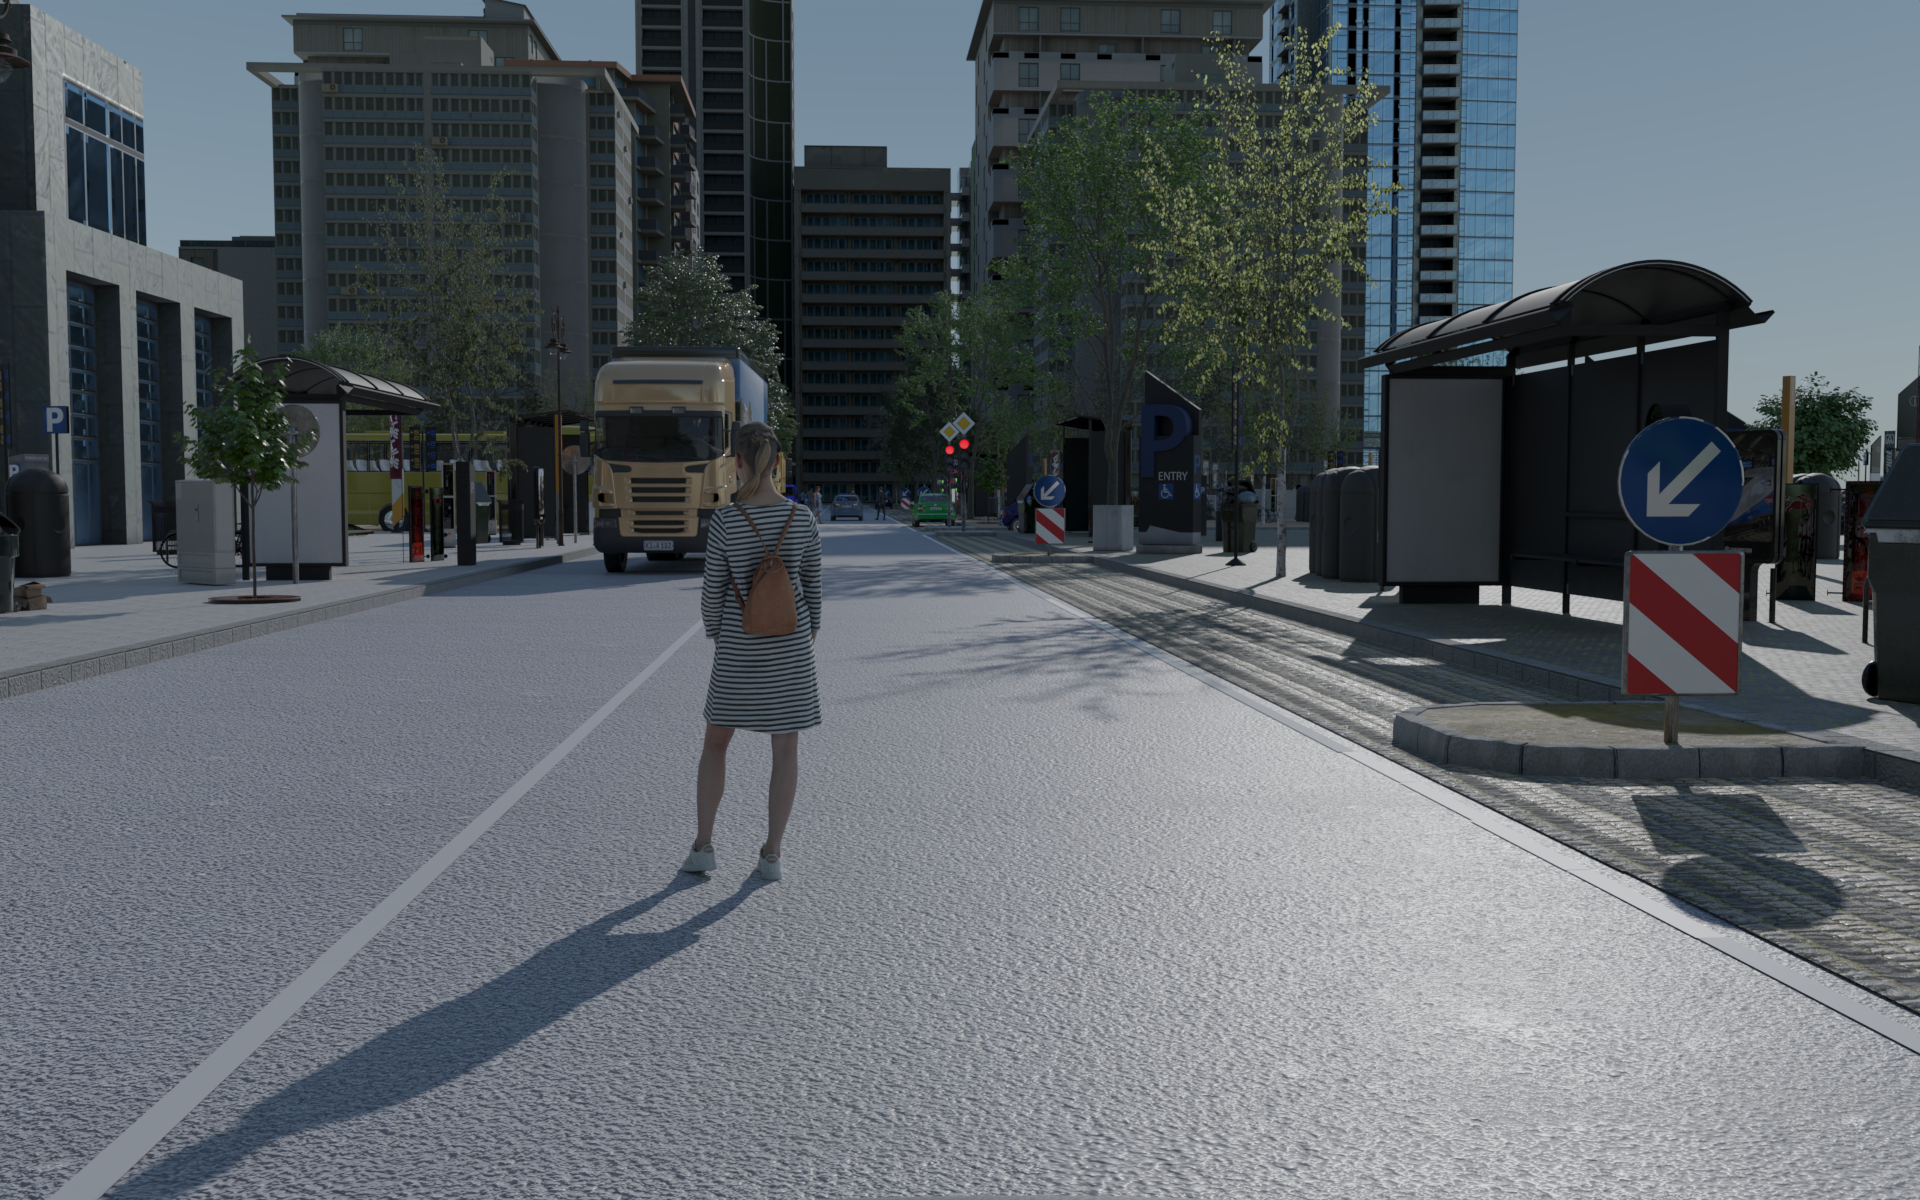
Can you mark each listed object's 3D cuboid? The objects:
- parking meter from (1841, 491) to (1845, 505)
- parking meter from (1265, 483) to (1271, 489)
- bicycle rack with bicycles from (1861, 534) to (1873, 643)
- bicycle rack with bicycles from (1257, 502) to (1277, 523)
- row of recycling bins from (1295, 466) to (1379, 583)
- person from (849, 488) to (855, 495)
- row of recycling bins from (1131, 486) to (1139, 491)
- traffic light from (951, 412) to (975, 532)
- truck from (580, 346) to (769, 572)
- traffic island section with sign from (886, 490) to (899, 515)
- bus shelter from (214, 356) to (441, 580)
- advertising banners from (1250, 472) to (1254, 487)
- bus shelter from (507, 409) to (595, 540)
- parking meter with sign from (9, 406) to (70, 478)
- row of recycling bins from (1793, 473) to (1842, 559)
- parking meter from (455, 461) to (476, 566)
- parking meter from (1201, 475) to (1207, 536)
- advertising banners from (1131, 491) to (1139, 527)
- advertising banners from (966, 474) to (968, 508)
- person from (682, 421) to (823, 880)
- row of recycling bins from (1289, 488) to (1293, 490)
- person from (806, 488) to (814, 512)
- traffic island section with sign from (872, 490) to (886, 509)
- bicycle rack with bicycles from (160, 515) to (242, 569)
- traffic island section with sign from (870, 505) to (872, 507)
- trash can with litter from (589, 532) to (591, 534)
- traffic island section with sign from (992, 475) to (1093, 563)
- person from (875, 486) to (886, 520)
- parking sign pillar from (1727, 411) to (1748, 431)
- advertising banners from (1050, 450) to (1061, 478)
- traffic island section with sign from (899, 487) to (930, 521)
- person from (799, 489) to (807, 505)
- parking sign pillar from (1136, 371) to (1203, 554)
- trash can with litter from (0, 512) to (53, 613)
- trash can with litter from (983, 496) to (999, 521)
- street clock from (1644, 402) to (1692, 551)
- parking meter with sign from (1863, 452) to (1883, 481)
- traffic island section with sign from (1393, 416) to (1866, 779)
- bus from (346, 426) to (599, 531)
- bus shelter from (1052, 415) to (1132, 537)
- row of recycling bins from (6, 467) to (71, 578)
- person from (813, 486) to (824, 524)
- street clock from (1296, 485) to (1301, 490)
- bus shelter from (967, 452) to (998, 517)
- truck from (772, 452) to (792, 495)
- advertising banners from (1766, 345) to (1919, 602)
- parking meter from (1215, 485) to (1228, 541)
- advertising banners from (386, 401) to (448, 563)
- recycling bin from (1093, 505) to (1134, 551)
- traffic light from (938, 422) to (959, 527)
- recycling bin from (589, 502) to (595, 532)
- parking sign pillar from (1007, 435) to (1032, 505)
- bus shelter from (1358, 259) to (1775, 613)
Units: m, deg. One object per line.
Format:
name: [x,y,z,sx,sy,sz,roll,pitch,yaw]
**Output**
parking meter: [52.191,-5.734,102.161,0.372,1.533,0.369,0,3,0]
parking meter: [15.820,-5.086,88.870,0.255,1.863,0.399,-2,4,-35]
bicycle rack with bicycles: [8.817,-0.081,14.707,2.925,0.926,2.852,-2,4,-34]
bicycle rack with bicycles: [12.985,-3.930,77.642,2.925,0.926,2.852,-1,4,-14]
row of recycling bins: [6.024,-1.199,26.711,1.069,1.692,3.534,0,4,2]
person: [-7.330,-6.734,118.560,0.622,1.834,0.822,2,4,27]
row of recycling bins: [8.856,-5.107,90.612,1.069,1.692,3.534,-1,4,-15]
traffic light: [0.107,-4.302,59.258,0.839,4.253,0.868,0,4,-4]
truck: [-5.499,-2.833,35.230,2.839,4.237,11.283,0,4,-2]
traffic island section with sign: [-3.877,-6.737,118.778,1.989,1.847,2.006,0,4,-4]
bus shelter: [-10.088,-2.096,28.187,2.014,3.302,5.546,0,4,-4]
advertising banners: [23.951,-8.751,139.269,2.074,3.025,0.090,-3,5,-42]
bus shelter: [-11.923,-3.662,51.153,1.731,3.624,6.357,0,4,-4]
parking meter with sign: [-18.066,-2.278,33.506,0.543,3.016,1.738,1,4,14]
row of recycling bins: [17.177,-1.748,35.690,1.069,1.692,3.534,0,4,7]
parking meter: [-8.878,-1.555,31.131,0.255,1.863,0.399,0,4,1]
parking meter: [7.383,-2.914,53.355,0.399,1.863,0.255,-1,4,-22]
advertising banners: [7.500,-4.350,67.310,2.074,3.025,0.090,-1,4,-14]
advertising banners: [0.411,-5.868,92.125,0.090,3.025,2.074,0,4,4]
person: [-0.751,0.185,6.478,0.512,1.701,0.522,-2,4,-23]
row of recycling bins: [16.266,-4.440,79.707,1.069,1.692,3.534,0,4,-5]
person: [-10.439,-6.844,120.197,0.655,1.846,0.447,-1,4,-12]
traffic island section with sign: [-7.319,-9.846,169.616,1.989,1.847,2.006,0,4,-4]
bicycle rack with bicycles: [-13.012,-1.093,31.249,2.925,0.926,2.852,-2,4,-32]
traffic island section with sign: [-9.156,-11.491,196.509,1.989,1.847,2.006,0,4,-4]
trash can with litter: [-11.837,-2.758,56.144,1.678,1.210,2.233,1,4,21]
traffic island section with sign: [1.693,-1.705,36.507,1.989,1.847,2.006,0,4,-4]
person: [-4.359,-5.302,94.966,0.659,1.850,0.755,-3,4,-39]
parking sign pillar: [22.731,-3.814,50.823,1.447,3.967,1.447,3,5,39]
advertising banners: [4.274,-4.380,67.806,0.090,3.025,2.074,-3,5,-43]
traffic island section with sign: [-2.053,-5.092,91.884,1.989,1.847,2.006,0,4,-4]
person: [-13.327,-8.475,147.044,1.348,1.826,0.705,3,4,36]
parking sign pillar: [4.544,-2.997,37.477,1.447,3.967,1.447,2,4,32]
trash can with litter: [-10.454,-0.457,18.857,0.624,1.170,1.055,0,4,7]
trash can with litter: [1.996,-4.498,84.599,2.233,1.210,1.678,0,4,-6]
street clock: [5.579,-0.558,13.687,0.358,2.002,0.471,0,4,3]
parking meter with sign: [38.459,-4.623,71.846,1.738,3.016,0.543,1,4,15]
traffic island section with sign: [3.525,-0.060,9.614,1.989,1.847,2.006,0,4,-4]
bus: [-17.268,-4.338,62.468,12.252,3.916,2.896,0,4,-5]
bus shelter: [4.115,-3.862,54.423,1.731,3.624,6.357,0,4,-4]
row of recycling bins: [-15.265,-1.150,25.908,3.534,1.692,1.069,-3,5,-41]
person: [-6.816,-4.511,82.347,0.778,1.811,0.616,2,4,26]
street clock: [25.808,-7.791,131.956,0.471,2.002,0.358,1,4,13]
bus shelter: [1.095,-6.568,98.669,1.731,3.624,6.357,0,4,-4]
truck: [-8.979,-4.860,75.382,3.469,3.379,9.791,0,4,-5]
advertising banners: [10.736,-1.488,20.525,2.074,3.025,0.090,1,4,23]
parking meter: [7.148,-2.369,47.140,0.372,1.533,0.369,0,3,0]
advertising banners: [-10.194,-2.220,32.477,0.090,3.025,2.074,1,4,13]
recycling bin: [3.488,-1.642,39.398,0.722,1.027,0.722,2,4,29]
traffic light: [-0.433,-4.789,67.225,0.839,4.253,0.868,0,4,-4]
recycling bin: [-12.749,-2.789,58.153,0.722,1.027,0.722,1,4,20]
parking sign pillar: [2.736,-5.580,79.706,1.447,3.967,1.447,-3,5,-42]
bus shelter: [5.858,-1.456,17.733,2.014,3.302,5.546,0,4,-4]
